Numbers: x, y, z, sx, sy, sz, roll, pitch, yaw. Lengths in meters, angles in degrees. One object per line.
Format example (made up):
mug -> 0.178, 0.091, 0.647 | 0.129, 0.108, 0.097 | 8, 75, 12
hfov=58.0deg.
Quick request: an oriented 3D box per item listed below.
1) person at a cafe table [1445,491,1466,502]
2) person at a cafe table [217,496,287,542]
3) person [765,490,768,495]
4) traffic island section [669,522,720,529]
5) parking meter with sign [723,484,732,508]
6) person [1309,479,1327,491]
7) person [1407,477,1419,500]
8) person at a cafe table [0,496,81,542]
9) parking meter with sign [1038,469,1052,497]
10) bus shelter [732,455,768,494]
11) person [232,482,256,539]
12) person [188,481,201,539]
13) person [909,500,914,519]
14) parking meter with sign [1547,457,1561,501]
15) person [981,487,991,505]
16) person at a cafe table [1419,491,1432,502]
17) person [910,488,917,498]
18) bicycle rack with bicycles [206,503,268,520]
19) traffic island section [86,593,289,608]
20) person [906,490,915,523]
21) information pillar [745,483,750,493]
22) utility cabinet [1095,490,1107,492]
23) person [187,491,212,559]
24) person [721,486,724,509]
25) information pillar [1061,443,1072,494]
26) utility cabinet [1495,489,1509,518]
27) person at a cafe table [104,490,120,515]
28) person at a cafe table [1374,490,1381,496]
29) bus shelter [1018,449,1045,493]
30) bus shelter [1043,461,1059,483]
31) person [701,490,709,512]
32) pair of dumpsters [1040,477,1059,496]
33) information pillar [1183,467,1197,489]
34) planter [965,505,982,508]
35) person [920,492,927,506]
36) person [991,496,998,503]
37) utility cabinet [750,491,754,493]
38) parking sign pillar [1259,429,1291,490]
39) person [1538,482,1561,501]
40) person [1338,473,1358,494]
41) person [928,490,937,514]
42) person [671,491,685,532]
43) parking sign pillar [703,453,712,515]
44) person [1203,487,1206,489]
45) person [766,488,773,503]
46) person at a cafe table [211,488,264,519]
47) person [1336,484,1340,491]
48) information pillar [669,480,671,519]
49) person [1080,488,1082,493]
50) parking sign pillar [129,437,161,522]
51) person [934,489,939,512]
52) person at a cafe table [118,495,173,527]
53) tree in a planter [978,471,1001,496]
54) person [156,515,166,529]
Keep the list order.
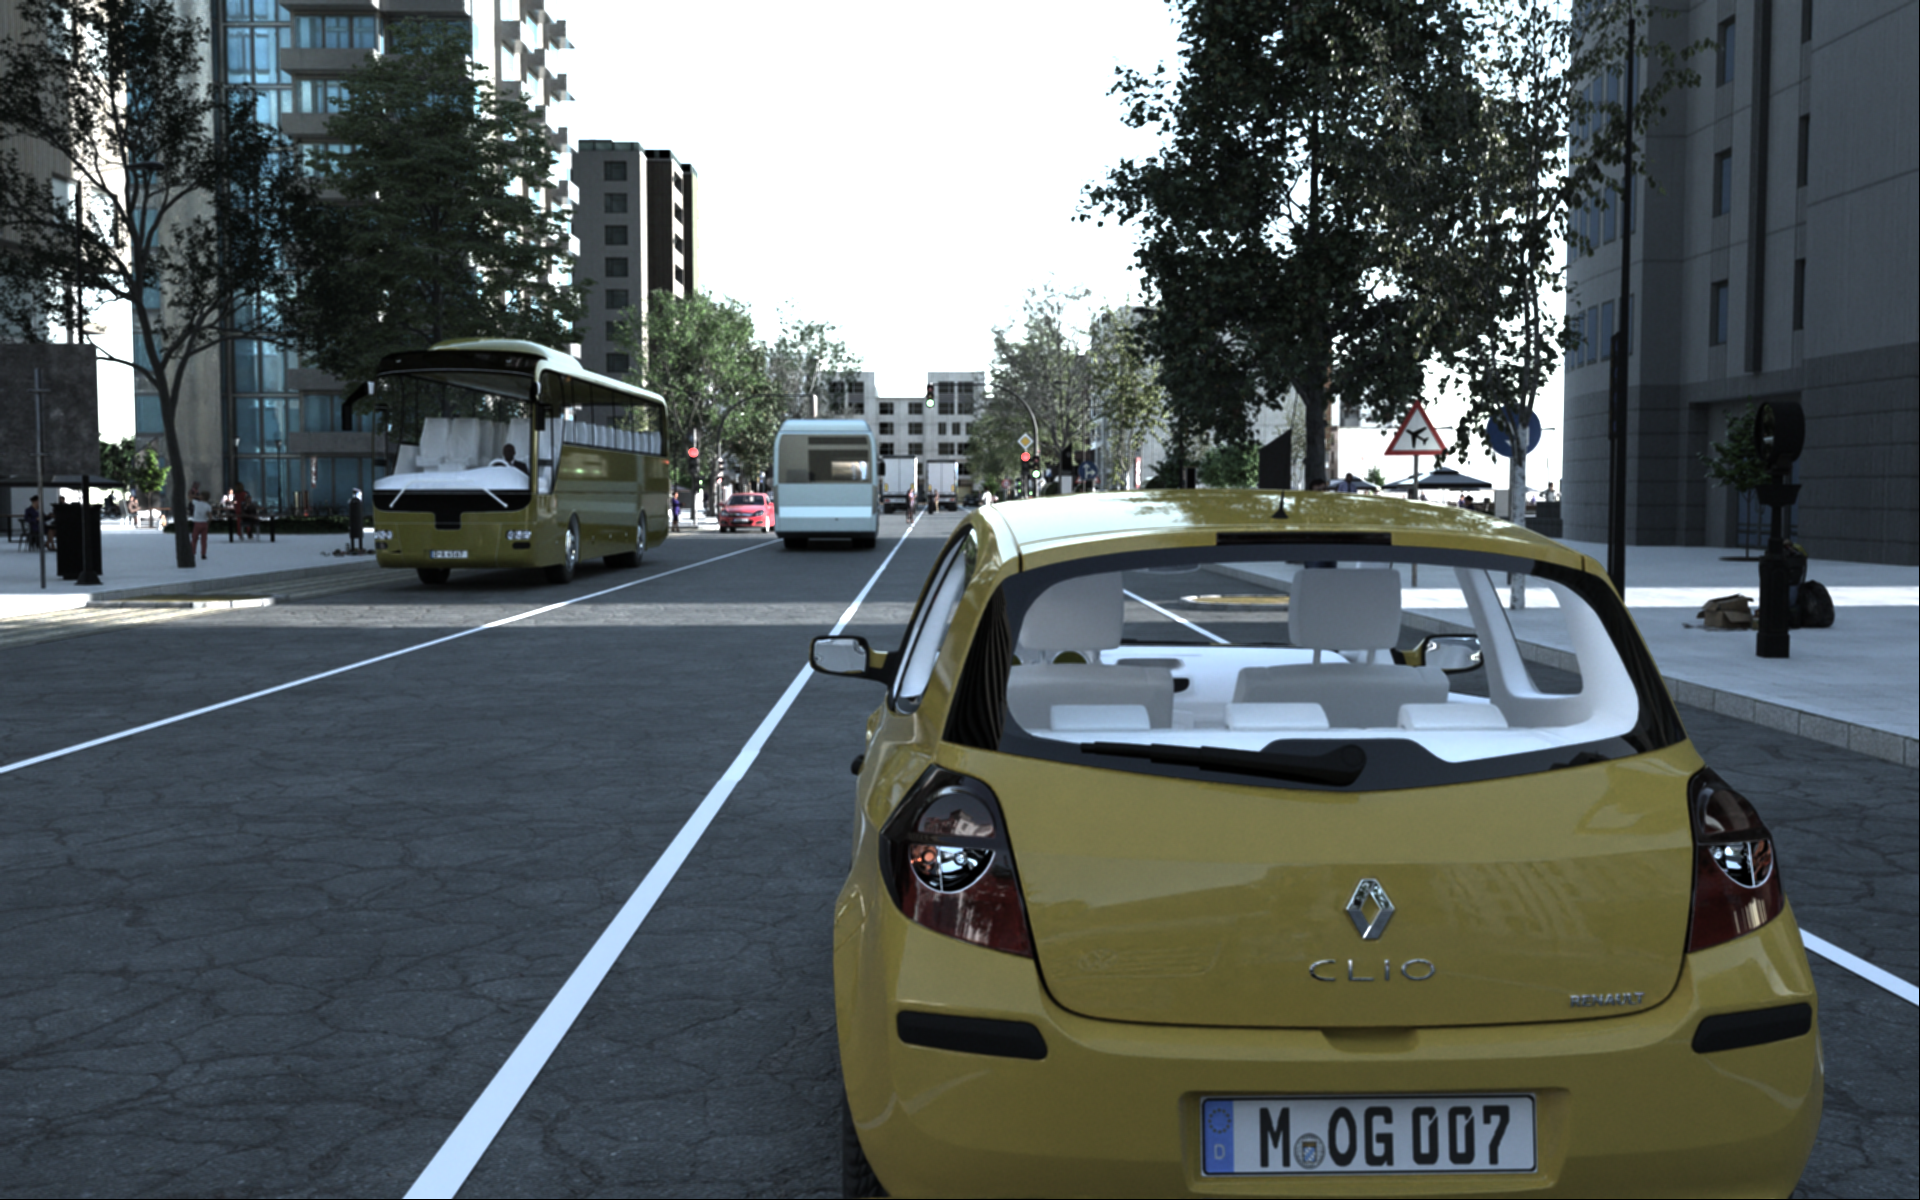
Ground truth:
person at a cafe table -> 40.129, -7.983, 139.038 | 1.698, 1.524, 1.622 | -1, 4, -13
person at a cafe table -> -19.148, -2.196, 46.769 | 1.698, 1.238, 1.726 | -2, 4, -24
person -> -20.030, -10.544, 179.235 | 0.742, 1.727, 0.445 | -3, 5, -45
traffic island section -> -10.932, -3.000, 71.330 | 2.009, 0.180, 2.903 | 0, 4, -1
parking meter with sign -> -16.656, -7.817, 124.061 | 0.543, 3.016, 1.738 | 3, 4, 39
person -> 3.641, -0.432, 17.521 | 0.963, 1.587, 0.435 | -2, 4, -28
person -> 13.584, -2.788, 51.749 | 0.434, 1.807, 0.598 | 2, 4, 27
person at a cafe table -> -24.529, -2.180, 46.509 | 1.698, 1.238, 1.726 | 2, 4, 31
parking meter with sign -> 5.534, -7.486, 118.663 | 0.543, 3.016, 1.738 | 3, 5, 45
bus shelter -> -16.210, -9.463, 132.344 | 2.179, 5.291, 8.768 | 0, 4, -1
person -> -20.322, -2.530, 49.116 | 0.593, 1.614, 0.444 | 2, 4, 33
person -> -21.742, -2.558, 49.332 | 0.415, 1.643, 0.593 | -3, 5, -40
person -> -2.862, -5.318, 98.685 | 0.421, 1.427, 0.697 | 2, 4, 26
parking meter with sign -> 28.296, -5.166, 80.722 | 1.738, 3.016, 0.543 | 2, 4, 26
person -> 1.313, -4.905, 88.838 | 0.875, 1.805, 0.789 | -3, 5, -43
person at a cafe table -> 37.012, -7.981, 139.012 | 1.698, 1.524, 1.622 | 3, 4, 36
person -> -3.236, -6.715, 118.158 | 0.599, 1.838, 0.709 | -1, 4, -17
bicycle rack with bicycles -> -33.667, -4.106, 80.513 | 2.925, 0.926, 2.852 | -3, 5, -41
traffic island section -> -9.909, 0.020, 22.546 | 1.991, 0.108, 1.994 | 0, 4, -1
person -> -2.399, -4.560, 84.518 | 0.593, 1.643, 0.415 | 2, 4, 24
information pillar -> -14.083, -6.735, 114.605 | 0.304, 2.012, 0.304 | -3, 5, -43
utility cabinet -> 8.060, -5.656, 101.154 | 1.173, 1.500, 0.318 | -1, 4, -12
person -> -14.999, -1.479, 34.127 | 0.435, 1.345, 0.340 | -3, 5, -42
person -> -15.789, -6.661, 115.078 | 0.434, 1.807, 0.598 | 2, 4, 30
information pillar -> 4.850, -5.336, 78.604 | 0.504, 3.616, 0.183 | 0, 4, -6
utility cabinet -> 25.380, -4.370, 80.122 | 1.173, 1.500, 0.318 | 2, 4, 27
person at a cafe table -> -51.398, -5.938, 105.604 | 1.698, 1.524, 1.622 | 1, 4, 20
person at a cafe table -> 16.888, -3.799, 70.629 | 1.698, 1.524, 1.622 | 0, 4, -4
bus shelter -> 5.797, -10.227, 144.844 | 2.179, 5.291, 8.768 | 0, 4, -1
bus shelter -> 6.823, -8.108, 123.852 | 1.731, 3.624, 6.357 | 0, 4, -1
person -> -16.310, -6.295, 111.167 | 0.569, 1.553, 0.471 | -2, 4, -35
pair of dumpsters -> 5.674, -6.161, 103.224 | 1.574, 2.255, 4.437 | 0, 4, -1
information pillar -> 6.166, -2.576, 46.603 | 0.304, 2.012, 0.304 | -1, 4, -10
planter -> 1.551, -9.797, 181.314 | 1.991, 0.319, 1.994 | 0, 4, -1
person -> -4.322, -12.432, 212.551 | 1.217, 1.735, 0.721 | 1, 4, 15
person -> 2.687, -7.639, 136.586 | 0.628, 1.438, 0.799 | -1, 4, -11
utility cabinet -> -14.766, -6.889, 121.316 | 0.318, 1.500, 1.173 | -1, 4, -22
parking sign pillar -> 12.948, -5.063, 71.248 | 1.447, 3.967, 1.447 | 1, 4, 9
person -> 22.116, -3.555, 64.883 | 0.841, 1.734, 0.376 | 0, 4, 5
person -> 10.277, -2.432, 45.676 | 0.709, 1.838, 0.599 | -1, 4, -12
person -> -1.951, -7.049, 124.557 | 0.742, 1.727, 0.445 | 1, 4, 10
person -> -10.534, -3.300, 64.822 | 0.546, 1.535, 0.453 | 0, 4, -5
parking sign pillar -> -15.346, -7.317, 108.100 | 1.447, 3.967, 1.447 | 0, 4, 0
person -> 17.223, -7.074, 122.148 | 0.568, 1.767, 0.683 | -1, 4, -8
person -> -13.541, -7.190, 124.328 | 0.841, 1.734, 0.376 | 1, 4, 23
person at a cafe table -> -28.918, -3.697, 68.961 | 1.622, 1.524, 1.698 | 3, 5, 42
person -> 10.630, -2.446, 48.249 | 0.590, 1.554, 0.614 | -3, 5, -39
information pillar -> -15.146, -5.205, 89.596 | 0.304, 2.012, 0.304 | 1, 4, 17
person -> 5.827, -4.591, 83.066 | 0.435, 1.587, 0.963 | -1, 4, -16
parking sign pillar -> -38.300, -5.681, 81.360 | 1.447, 3.967, 1.447 | 2, 4, 27
person -> -1.926, -7.998, 139.388 | 0.434, 1.807, 0.598 | 2, 4, 30
person at a cafe table -> -32.229, -3.510, 68.243 | 1.698, 1.238, 1.726 | 2, 4, 33
tree in a planter -> 2.267, -8.188, 131.092 | 1.991, 3.239, 1.994 | 0, 4, -1
person -> -28.834, -2.815, 62.544 | 0.381, 0.543, 0.357 | 3, 4, 37
